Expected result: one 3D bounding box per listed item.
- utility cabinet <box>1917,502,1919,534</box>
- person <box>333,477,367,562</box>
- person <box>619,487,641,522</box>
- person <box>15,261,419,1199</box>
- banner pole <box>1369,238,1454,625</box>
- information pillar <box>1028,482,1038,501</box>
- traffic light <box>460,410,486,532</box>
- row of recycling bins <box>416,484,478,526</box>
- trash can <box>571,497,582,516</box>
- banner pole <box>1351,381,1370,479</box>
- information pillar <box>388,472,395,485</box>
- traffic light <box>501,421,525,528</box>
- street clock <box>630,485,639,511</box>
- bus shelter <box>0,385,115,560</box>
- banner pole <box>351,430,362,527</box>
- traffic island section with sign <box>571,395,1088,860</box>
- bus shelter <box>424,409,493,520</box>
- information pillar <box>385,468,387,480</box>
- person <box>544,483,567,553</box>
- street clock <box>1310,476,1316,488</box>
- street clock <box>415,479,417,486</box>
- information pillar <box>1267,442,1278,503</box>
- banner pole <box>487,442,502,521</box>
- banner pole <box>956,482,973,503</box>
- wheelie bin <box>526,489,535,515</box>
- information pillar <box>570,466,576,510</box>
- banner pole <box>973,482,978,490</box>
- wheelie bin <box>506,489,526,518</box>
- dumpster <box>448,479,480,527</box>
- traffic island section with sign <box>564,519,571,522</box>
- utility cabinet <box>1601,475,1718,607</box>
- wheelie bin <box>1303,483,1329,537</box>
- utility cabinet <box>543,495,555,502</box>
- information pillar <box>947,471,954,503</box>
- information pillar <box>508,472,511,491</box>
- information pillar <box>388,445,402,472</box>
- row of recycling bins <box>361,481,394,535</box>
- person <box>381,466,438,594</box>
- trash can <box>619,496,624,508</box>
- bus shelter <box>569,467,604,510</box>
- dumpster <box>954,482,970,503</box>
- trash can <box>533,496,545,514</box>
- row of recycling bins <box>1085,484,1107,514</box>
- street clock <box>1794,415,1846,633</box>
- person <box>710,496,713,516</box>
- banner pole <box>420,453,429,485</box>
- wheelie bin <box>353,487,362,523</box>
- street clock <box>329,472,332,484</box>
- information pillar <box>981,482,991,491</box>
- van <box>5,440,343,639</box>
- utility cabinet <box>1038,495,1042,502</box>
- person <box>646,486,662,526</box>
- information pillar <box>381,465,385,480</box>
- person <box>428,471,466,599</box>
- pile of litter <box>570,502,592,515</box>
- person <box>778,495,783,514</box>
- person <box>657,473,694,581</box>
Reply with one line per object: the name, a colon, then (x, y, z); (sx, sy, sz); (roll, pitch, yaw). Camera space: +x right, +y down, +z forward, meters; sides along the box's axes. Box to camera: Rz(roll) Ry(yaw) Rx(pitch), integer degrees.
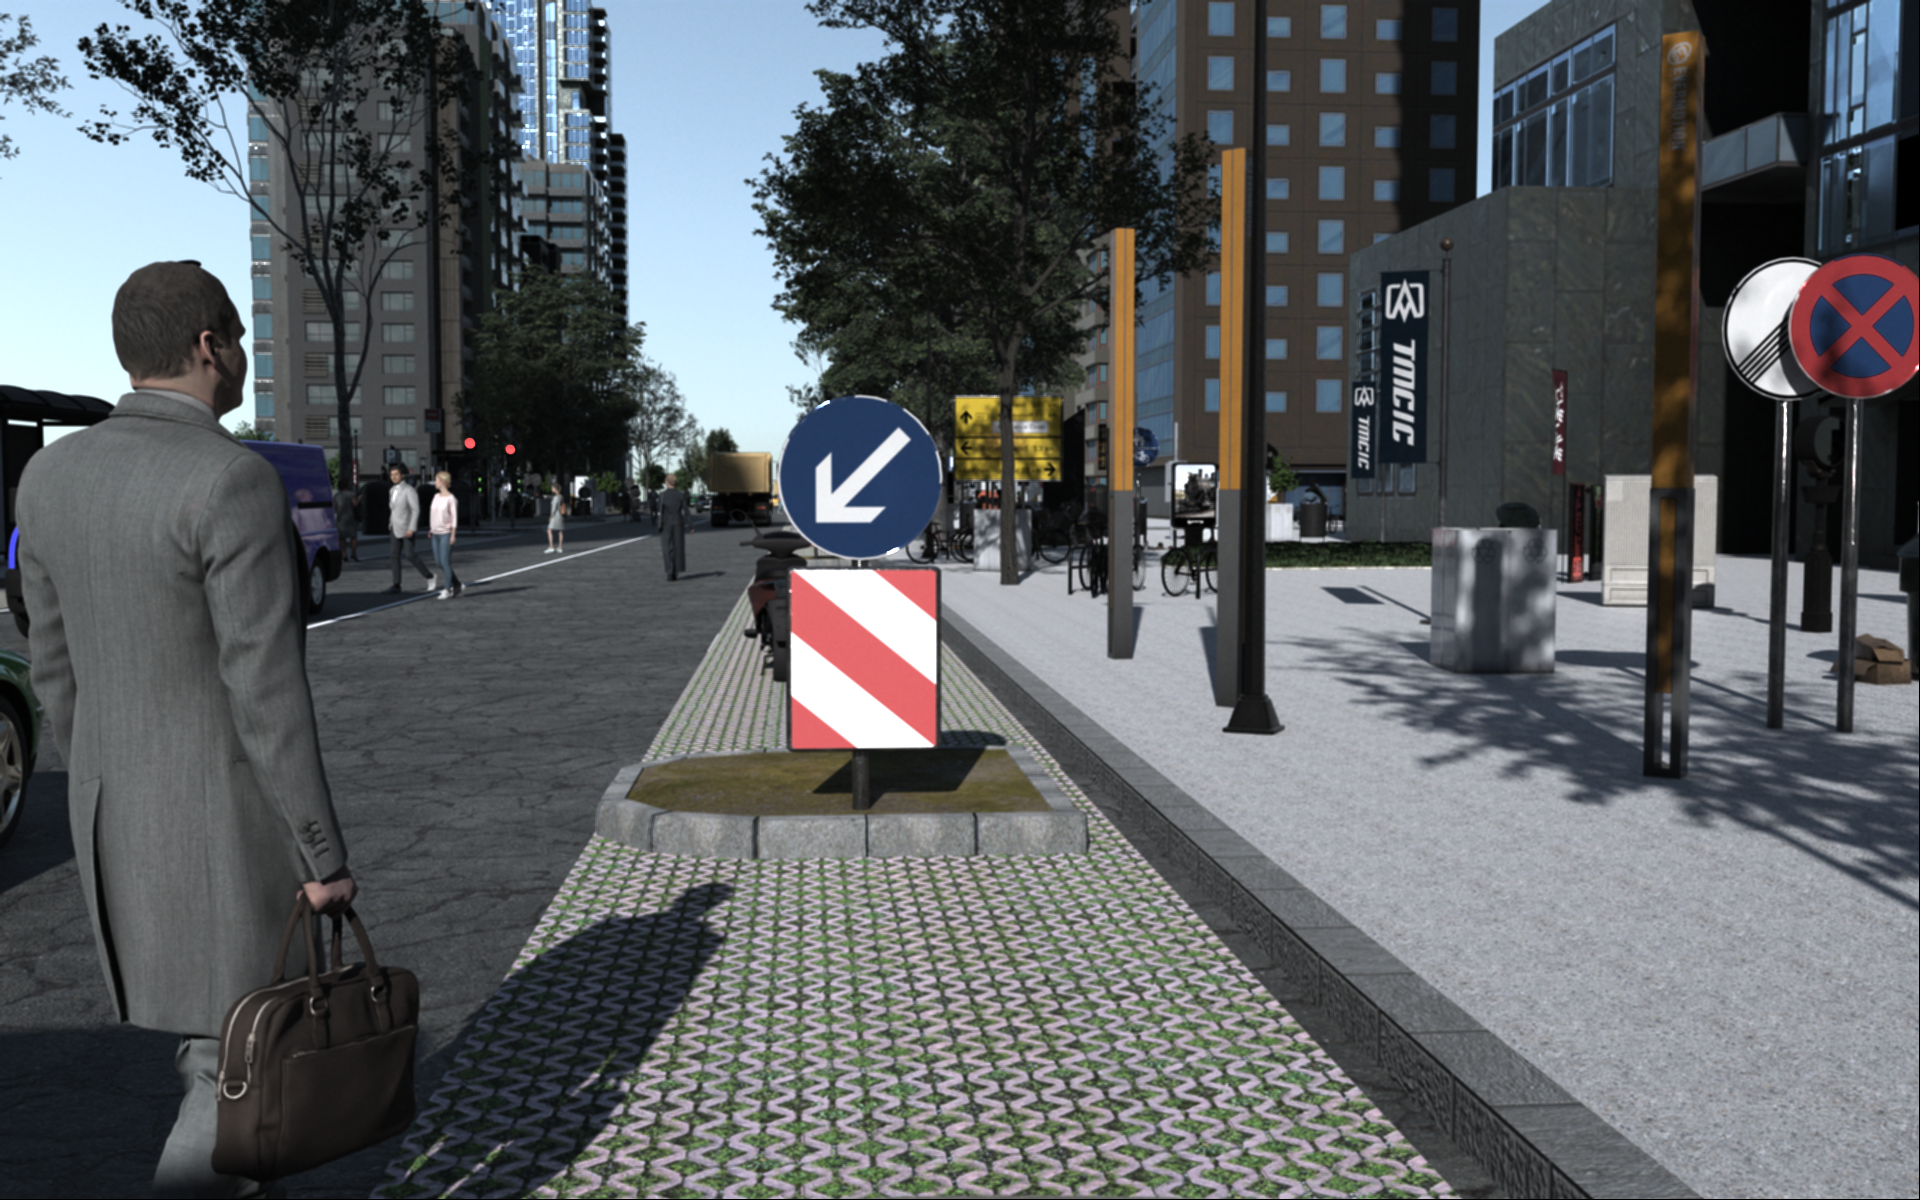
utility cabinet: (11.425, -0.517, 19.611); (0.306, 1.237, 1.020); (-3, 5, -41)
person: (-12.882, -1.704, 36.714); (0.716, 1.782, 0.532); (1, 4, 10)
person: (-16.813, -4.855, 88.094); (0.699, 1.804, 1.509); (-2, 4, -31)
person: (-1.236, 0.348, 2.908); (0.694, 1.812, 0.767); (2, 4, 28)
banner pole: (4.539, -1.657, 17.104); (0.863, 3.779, 0.401); (1, 4, 21)
information pillar: (2.809, -4.636, 67.149); (0.504, 3.616, 0.183); (-3, 5, -41)
traffic light: (-16.391, -4.240, 58.247); (0.839, 4.253, 0.868); (0, 4, -5)
row of recycling bins: (-20.897, -3.874, 70.456); (1.069, 1.692, 3.534); (1, 4, 18)
trash can: (-22.383, -5.470, 101.083); (0.748, 1.137, 0.748); (0, 3, 0)
banner pole: (8.038, -2.679, 33.824); (0.863, 3.779, 0.401); (2, 4, 26)
information pillar: (-18.995, -3.279, 58.106); (0.304, 2.012, 0.304); (-1, 4, -18)
traffic light: (-17.106, -4.727, 66.200); (0.839, 4.253, 0.868); (0, 4, -5)
street clock: (-25.699, -8.126, 137.432); (0.471, 2.002, 0.358); (-2, 4, -24)
bus shelter: (-17.860, -2.395, 33.077); (2.014, 3.302, 5.546); (0, 4, -5)
banner pole: (-23.711, -4.741, 67.528); (0.863, 3.779, 0.401); (1, 4, 20)
traffic island section with sign: (-0.569, 0.056, 7.710); (1.989, 1.847, 2.006); (0, 4, -5)
bus shelter: (-24.296, -6.515, 84.148); (2.179, 5.291, 8.768); (0, 4, -5)
information pillar: (-37.370, -7.502, 114.016); (0.504, 3.616, 0.183); (-1, 4, -14)
person: (-9.888, -2.018, 42.497); (0.522, 1.701, 0.512); (0, 4, 8)
street clock: (14.482, -4.072, 71.147); (0.358, 2.002, 0.471); (1, 4, 12)
street clock: (-23.185, -4.193, 73.121); (0.471, 2.002, 0.358); (1, 4, 19)
information pillar: (14.025, -5.295, 77.920); (0.504, 3.616, 0.183); (1, 4, 9)
banner pole: (-22.416, -5.714, 83.433); (0.401, 3.779, 0.863); (3, 5, 44)
banner pole: (0.005, -4.291, 60.169); (0.401, 3.779, 0.863); (-1, 4, -21)
wheelie bin: (-26.833, -6.112, 107.837); (0.693, 1.594, 0.980); (2, 4, 29)
information pillar: (-27.201, -7.975, 121.743); (0.183, 3.616, 0.504); (1, 4, 19)
banner pole: (0.764, -6.210, 91.551); (0.401, 3.779, 0.863); (-3, 5, -40)
wheelie bin: (-23.612, -5.123, 91.664); (0.693, 1.594, 0.980); (-2, 4, -33)
dumpster: (-19.424, -3.765, 67.315); (1.264, 1.857, 1.865); (0, 4, -5)
traffic island section with sign: (-19.145, -4.881, 88.435); (1.989, 1.847, 2.006); (0, 4, -5)
utility cabinet: (7.925, -0.671, 19.651); (1.173, 1.500, 0.318); (1, 4, 16)
wheelie bin: (10.594, -2.672, 51.596); (0.693, 1.594, 0.980); (1, 4, 20)
utility cabinet: (-26.142, -6.056, 110.170); (0.306, 1.237, 1.020); (1, 4, 16)
information pillar: (-0.377, -3.160, 56.161); (0.304, 2.012, 0.304); (-2, 4, -27)
information pillar: (-29.190, -7.429, 112.816); (0.504, 3.616, 0.183); (1, 4, 13)
information pillar: (-26.545, -5.517, 81.558); (0.504, 3.616, 0.183); (-1, 4, -13)
row of recycling bins: (-18.656, -2.973, 55.727); (1.069, 1.692, 3.534); (-1, 4, -15)
person: (-8.019, -1.027, 25.134); (0.661, 1.843, 0.795); (3, 5, 41)
trash can: (-24.626, -7.053, 126.963); (0.748, 1.137, 0.748); (0, 3, 0)
bus shelter: (-28.908, -8.592, 134.409); (2.014, 3.302, 5.546); (0, 4, -5)
dumpster: (-0.234, -4.049, 71.957); (1.264, 1.857, 1.865); (0, 4, -5)
trash can: (-25.588, -5.730, 105.346); (0.748, 1.137, 0.748); (0, 3, 0)
row of recycling bins: (5.426, -3.906, 70.970); (1.069, 1.692, 3.534); (-3, 4, -37)
street clock: (7.969, -0.703, 16.057); (0.471, 2.002, 0.358); (-1, 4, -23)
person: (-15.543, -5.864, 108.628); (0.306, 1.304, 0.590); (-1, 4, -15)
banner pole: (-32.294, -7.009, 104.618); (0.401, 3.779, 0.863); (2, 4, 28)
wheelie bin: (-27.102, -4.286, 77.986); (0.980, 1.594, 0.693); (2, 4, 35)
street clock: (-20.864, -3.207, 56.997); (0.358, 2.002, 0.471); (1, 4, 10)
information pillar: (1.068, -4.721, 68.548); (0.504, 3.616, 0.183); (3, 4, 39)
van: (-8.469, -0.892, 18.965); (2.240, 2.365, 5.245); (0, 4, -4)
utility cabinet: (5.090, -5.853, 106.854); (0.306, 1.237, 1.020); (2, 4, 33)
person: (-13.913, -4.289, 78.740); (0.709, 1.813, 0.853); (-3, 4, -36)
information pillar: (-45.650, -8.929, 137.342); (0.183, 3.616, 0.504); (3, 5, 42)
person: (-7.032, -0.891, 23.735); (0.731, 1.740, 0.598); (2, 4, 30)
pile of litter: (-22.936, -5.520, 104.212); (1.719, 0.858, 1.176); (-1, 4, -11)
person: (-13.116, -7.160, 126.405); (0.643, 1.720, 0.563); (-3, 4, -37)
person: (-4.724, -1.207, 28.650); (0.576, 1.772, 0.534); (-2, 4, -34)
